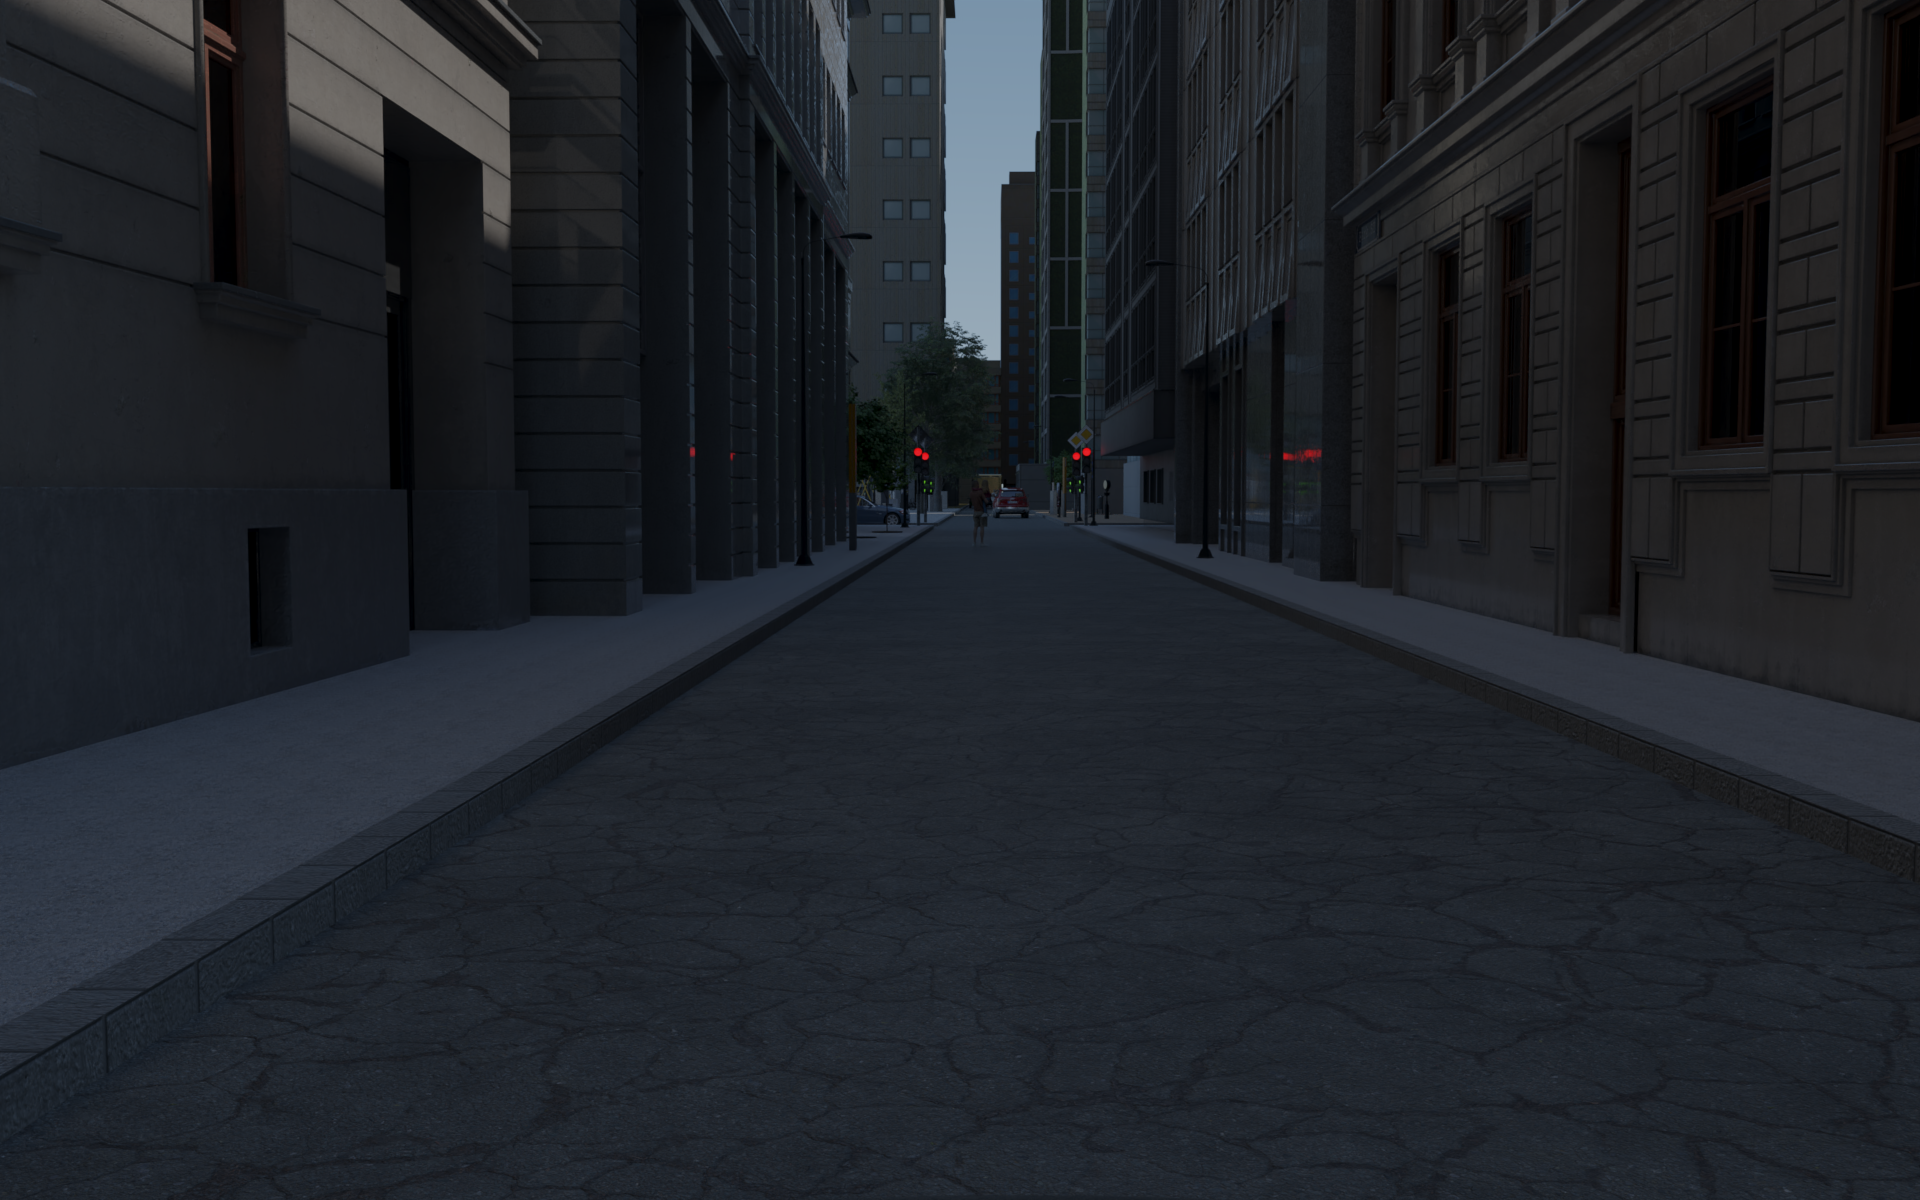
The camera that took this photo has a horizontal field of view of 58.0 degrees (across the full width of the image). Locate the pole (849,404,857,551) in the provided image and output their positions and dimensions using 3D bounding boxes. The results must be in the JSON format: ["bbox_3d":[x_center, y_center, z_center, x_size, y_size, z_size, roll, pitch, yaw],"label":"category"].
[{"bbox_3d":[-2.432,-2.780,39.295,0.158,3.312,0.155,0,3,0],"label":"pole"}]

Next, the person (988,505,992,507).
[{"bbox_3d":[3.181,-10.863,185.978,0.709,1.838,0.599,0,4,-4],"label":"person"}]

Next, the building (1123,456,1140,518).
[{"bbox_3d":[21.912,-30.570,89.059,27.495,52.752,28.713,0,4,1],"label":"building"}]

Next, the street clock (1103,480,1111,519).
[{"bbox_3d":[7.565,-5.175,89.181,0.358,2.002,0.471,-1,4,-19],"label":"street clock"}]

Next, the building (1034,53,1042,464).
[{"bbox_3d":[14.463,-29.335,163.217,14.154,41.232,14.086,0,4,1],"label":"building"}]

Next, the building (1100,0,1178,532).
[{"bbox_3d":[12.549,-16.126,57.168,14.314,27.812,24.014,0,4,1],"label":"building"}]

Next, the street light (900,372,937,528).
[{"bbox_3d":[-1.572,-5.726,66.169,1.470,5.913,1.316,0,4,1],"label":"street light"}]

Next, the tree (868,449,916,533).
[{"bbox_3d":[-2.514,-3.839,57.376,1.663,3.219,1.824,0,3,0],"label":"tree"}]

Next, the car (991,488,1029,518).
[{"bbox_3d":[3.038,-5.824,103.891,2.281,1.827,5.304,0,4,-1],"label":"car"}]

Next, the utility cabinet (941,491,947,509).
[{"bbox_3d":[-1.655,-8.368,145.501,1.173,1.500,0.318,0,4,4],"label":"utility cabinet"}]

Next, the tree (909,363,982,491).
[{"bbox_3d":[-1.213,-14.070,148.172,7.486,12.596,7.792,0,3,0],"label":"tree"}]

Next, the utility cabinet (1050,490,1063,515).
[{"bbox_3d":[6.038,-5.998,106.753,0.318,1.500,1.173,3,5,45],"label":"utility cabinet"}]

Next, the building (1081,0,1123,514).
[{"bbox_3d":[15.013,-26.367,114.701,14.154,41.232,14.086,0,4,1],"label":"building"}]

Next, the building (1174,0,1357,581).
[{"bbox_3d":[11.443,-13.239,34.483,12.078,24.808,19.932,0,4,1],"label":"building"}]

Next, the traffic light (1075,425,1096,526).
[{"bbox_3d":[5.091,-4.968,70.145,0.839,4.253,0.868,0,4,1],"label":"traffic light"}]

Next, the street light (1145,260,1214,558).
[{"bbox_3d":[4.372,-3.791,34.517,1.470,5.913,1.316,0,4,1],"label":"street light"}]

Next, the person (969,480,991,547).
[{"bbox_3d":[0.572,-2.381,47.407,0.580,1.828,0.573,-1,4,-11],"label":"person"}]

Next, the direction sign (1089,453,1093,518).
[{"bbox_3d":[7.213,-6.289,94.820,0.379,3.537,0.876,0,4,-3],"label":"direction sign"}]

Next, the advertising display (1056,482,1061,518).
[{"bbox_3d":[5.420,-5.487,94.924,0.123,1.923,0.974,0,4,-5],"label":"advertising display"}]

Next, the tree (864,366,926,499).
[{"bbox_3d":[-3.982,-9.172,100.332,4.737,8.622,4.395,0,3,0],"label":"tree"}]

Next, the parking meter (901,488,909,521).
[{"bbox_3d":[-2.688,-4.792,84.067,0.255,1.863,0.399,-2,4,-30],"label":"parking meter"}]

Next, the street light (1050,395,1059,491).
[{"bbox_3d":[5.096,-6.659,81.423,1.470,5.913,1.316,0,4,1],"label":"street light"}]

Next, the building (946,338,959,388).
[{"bbox_3d":[-15.118,-22.688,215.993,28.899,21.520,27.650,0,4,1],"label":"building"}]

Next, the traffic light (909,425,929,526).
[{"bbox_3d":[-1.669,-4.973,70.233,0.839,4.253,0.868,0,4,1],"label":"traffic light"}]

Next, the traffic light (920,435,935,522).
[{"bbox_3d":[-1.546,-5.462,78.217,0.839,4.253,0.868,0,4,1],"label":"traffic light"}]

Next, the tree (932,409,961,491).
[{"bbox_3d":[-1.415,-11.300,135.116,4.360,8.622,3.978,0,3,0],"label":"tree"}]

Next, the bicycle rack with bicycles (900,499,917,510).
[{"bbox_3d":[-4.174,-7.583,137.365,2.925,0.926,2.852,1,4,9],"label":"bicycle rack with bicycles"}]

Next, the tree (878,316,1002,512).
[{"bbox_3d":[-1.548,-13.385,125.500,9.857,13.997,8.962,0,3,0],"label":"tree"}]

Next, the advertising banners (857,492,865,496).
[{"bbox_3d":[-8.503,-9.152,145.815,2.074,3.025,0.090,3,5,40],"label":"advertising banners"}]

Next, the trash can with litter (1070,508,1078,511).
[{"bbox_3d":[9.379,-7.400,132.041,2.233,1.210,1.678,2,4,27],"label":"trash can with litter"}]

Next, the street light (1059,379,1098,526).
[{"bbox_3d":[4.859,-5.949,69.800,1.470,5.913,1.316,0,4,1],"label":"street light"}]

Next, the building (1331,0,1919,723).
[{"bbox_3d":[10.417,-10.881,14.060,11.583,22.565,21.152,0,4,1],"label":"building"}]

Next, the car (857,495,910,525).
[{"bbox_3d":[-4.382,-3.836,74.724,4.499,1.417,2.014,0,3,0],"label":"car"}]

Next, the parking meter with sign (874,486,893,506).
[{"bbox_3d":[-3.602,-5.111,79.831,0.543,3.016,1.738,-2,4,-27],"label":"parking meter with sign"}]

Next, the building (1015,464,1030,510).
[{"bbox_3d":[15.032,-43.012,141.497,20.563,71.187,20.611,0,4,1],"label":"building"}]

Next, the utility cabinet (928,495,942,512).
[{"bbox_3d":[-1.806,-7.070,126.748,1.020,1.237,0.306,-2,4,-28],"label":"utility cabinet"}]

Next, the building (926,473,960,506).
[{"bbox_3d":[-10.389,-46.003,190.403,20.563,71.187,20.611,0,4,1],"label":"building"}]

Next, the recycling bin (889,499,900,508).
[{"bbox_3d":[-3.546,-4.782,90.747,0.722,1.027,0.722,0,4,6],"label":"recycling bin"}]

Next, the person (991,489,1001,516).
[{"bbox_3d":[2.375,-6.311,112.437,0.760,1.731,0.466,-3,5,-41],"label":"person"}]

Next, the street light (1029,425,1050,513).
[{"bbox_3d":[5.631,-8.849,117.219,1.470,5.913,1.316,0,4,1],"label":"street light"}]

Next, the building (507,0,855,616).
[{"bbox_3d":[-8.658,-15.571,32.082,11.434,29.767,29.804,0,4,1],"label":"building"}]

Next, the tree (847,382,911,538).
[{"bbox_3d":[-3.106,-4.083,50.476,4.285,4.588,4.351,0,3,0],"label":"tree"}]

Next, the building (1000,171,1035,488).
[{"bbox_3d":[12.808,-36.270,243.122,14.200,45.320,14.600,0,4,1],"label":"building"}]

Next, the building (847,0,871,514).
[{"bbox_3d":[-18.746,-14.032,62.704,30.059,22.955,16.112,0,4,1],"label":"building"}]

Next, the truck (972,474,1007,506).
[{"bbox_3d":[2.759,-10.553,168.469,3.469,3.379,9.791,0,4,2],"label":"truck"}]

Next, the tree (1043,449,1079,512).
[{"bbox_3d":[7.739,-8.763,126.991,4.285,4.588,4.351,0,3,0],"label":"tree"}]

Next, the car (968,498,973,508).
[{"bbox_3d":[1.841,-10.182,178.275,2.131,1.459,4.920,0,3,0],"label":"car"}]

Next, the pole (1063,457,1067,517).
[{"bbox_3d":[5.800,-6.250,96.025,0.158,3.312,0.155,0,3,0],"label":"pole"}]

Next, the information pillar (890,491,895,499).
[{"bbox_3d":[-4.134,-7.054,106.692,0.183,3.616,0.504,-2,4,-35],"label":"information pillar"}]

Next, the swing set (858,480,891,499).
[{"bbox_3d":[-7.689,-9.398,151.271,2.862,2.851,3.119,1,4,18],"label":"swing set"}]

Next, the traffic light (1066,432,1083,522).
[{"bbox_3d":[5.215,-5.456,78.129,0.839,4.253,0.868,0,4,1],"label":"traffic light"}]

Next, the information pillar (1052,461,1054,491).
[{"bbox_3d":[6.656,-8.095,123.708,0.183,3.616,0.504,1,4,9],"label":"information pillar"}]

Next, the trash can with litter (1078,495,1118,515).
[{"bbox_3d":[8.845,-5.886,107.289,1.678,1.210,2.233,-2,4,-35],"label":"trash can with litter"}]

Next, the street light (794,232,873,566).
[{"bbox_3d":[-2.254,-3.569,30.889,1.470,5.913,1.316,0,4,1],"label":"street light"}]

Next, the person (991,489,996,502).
[{"bbox_3d":[3.063,-8.861,153.259,0.514,1.842,0.818,-1,4,-16],"label":"person"}]

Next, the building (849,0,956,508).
[{"bbox_3d":[-14.975,-35.309,166.533,28.713,52.752,27.495,0,4,1],"label":"building"}]

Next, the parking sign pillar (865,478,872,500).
[{"bbox_3d":[-7.321,-9.183,138.612,1.447,3.967,1.447,0,4,2],"label":"parking sign pillar"}]

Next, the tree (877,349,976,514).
[{"bbox_3d":[-2.699,-10.885,112.377,8.767,10.594,7.601,3,4,37],"label":"tree"}]

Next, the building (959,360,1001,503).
[{"bbox_3d":[-8.634,-24.827,250.956,28.899,21.520,27.650,0,4,1],"label":"building"}]

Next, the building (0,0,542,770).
[{"bbox_3d":[-10.701,-13.341,5.518,14.401,28.519,23.554,0,4,1],"label":"building"}]
